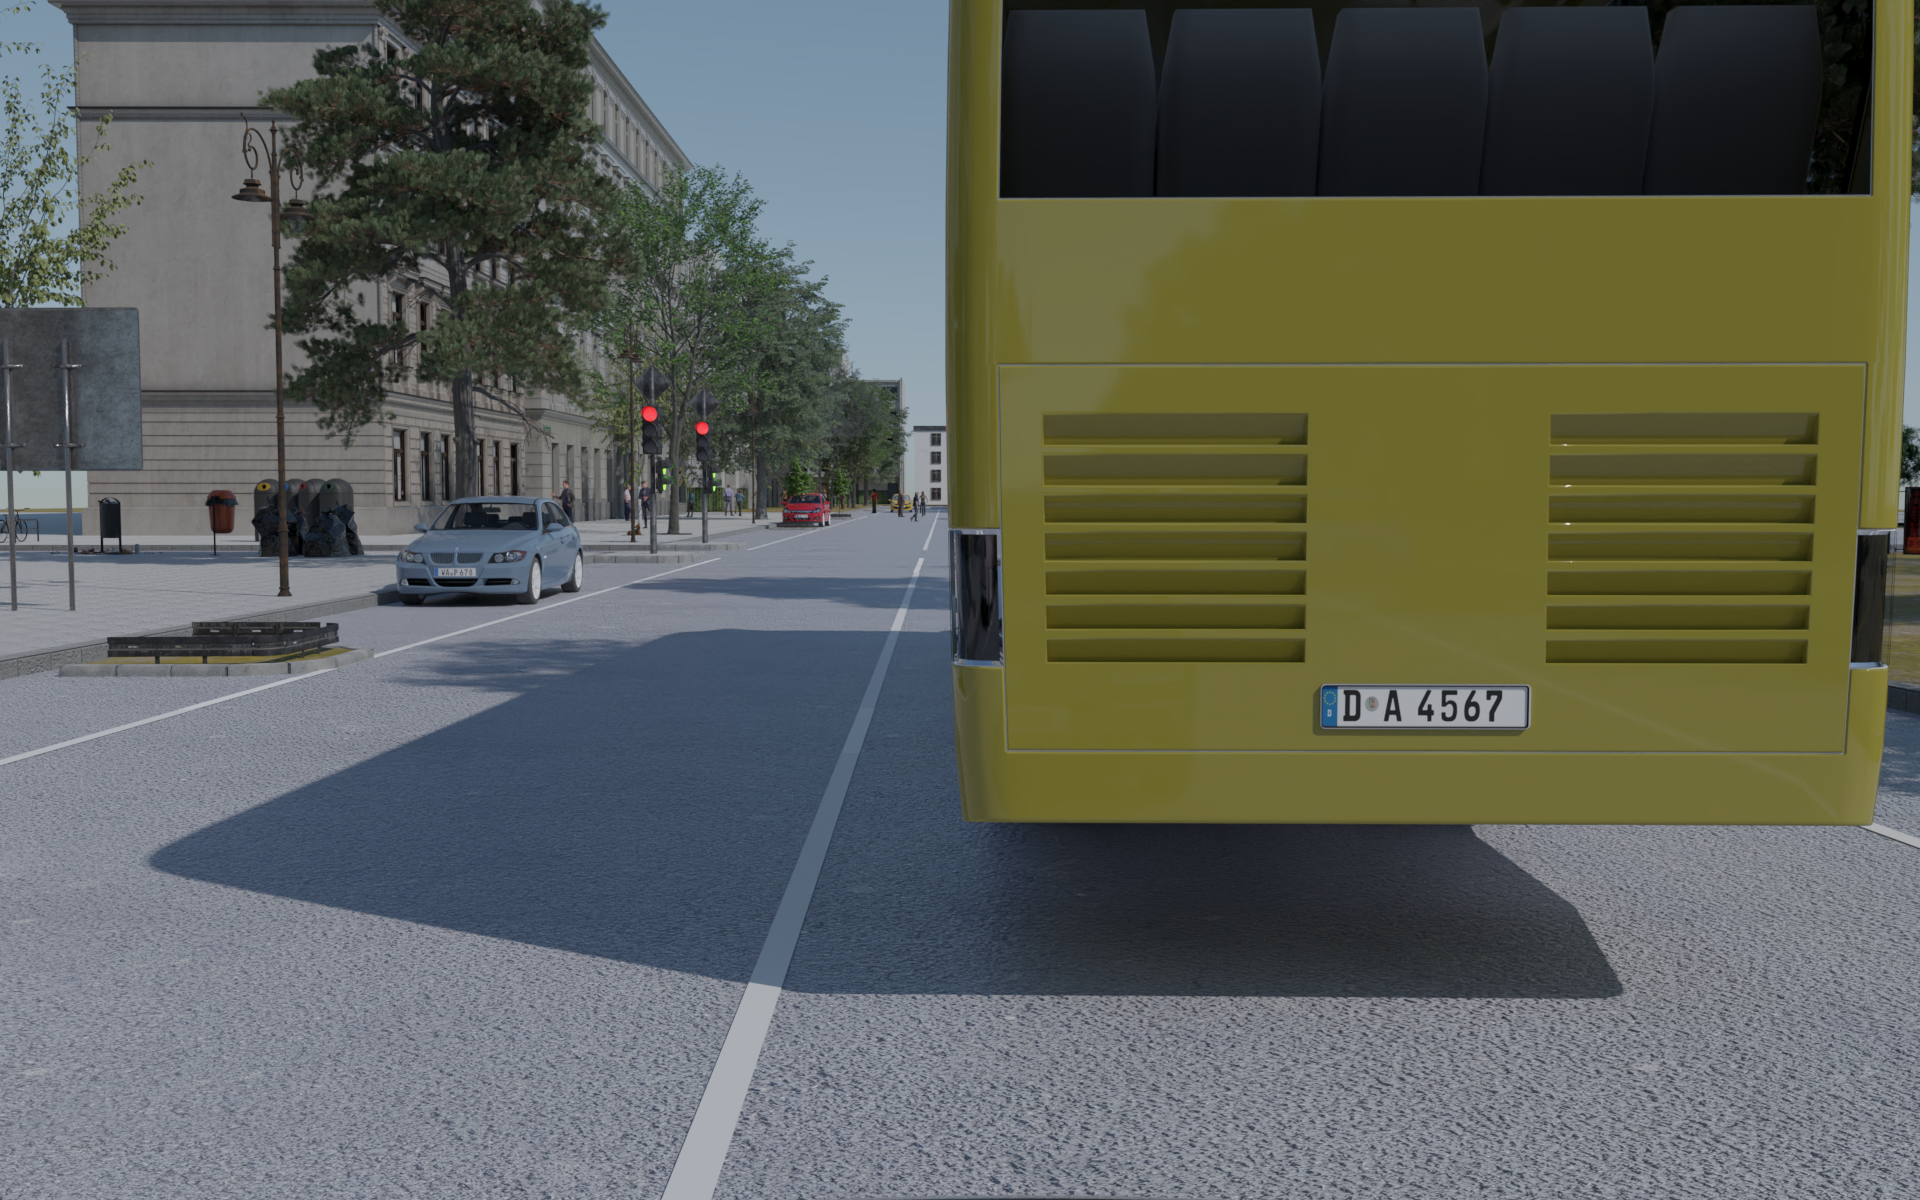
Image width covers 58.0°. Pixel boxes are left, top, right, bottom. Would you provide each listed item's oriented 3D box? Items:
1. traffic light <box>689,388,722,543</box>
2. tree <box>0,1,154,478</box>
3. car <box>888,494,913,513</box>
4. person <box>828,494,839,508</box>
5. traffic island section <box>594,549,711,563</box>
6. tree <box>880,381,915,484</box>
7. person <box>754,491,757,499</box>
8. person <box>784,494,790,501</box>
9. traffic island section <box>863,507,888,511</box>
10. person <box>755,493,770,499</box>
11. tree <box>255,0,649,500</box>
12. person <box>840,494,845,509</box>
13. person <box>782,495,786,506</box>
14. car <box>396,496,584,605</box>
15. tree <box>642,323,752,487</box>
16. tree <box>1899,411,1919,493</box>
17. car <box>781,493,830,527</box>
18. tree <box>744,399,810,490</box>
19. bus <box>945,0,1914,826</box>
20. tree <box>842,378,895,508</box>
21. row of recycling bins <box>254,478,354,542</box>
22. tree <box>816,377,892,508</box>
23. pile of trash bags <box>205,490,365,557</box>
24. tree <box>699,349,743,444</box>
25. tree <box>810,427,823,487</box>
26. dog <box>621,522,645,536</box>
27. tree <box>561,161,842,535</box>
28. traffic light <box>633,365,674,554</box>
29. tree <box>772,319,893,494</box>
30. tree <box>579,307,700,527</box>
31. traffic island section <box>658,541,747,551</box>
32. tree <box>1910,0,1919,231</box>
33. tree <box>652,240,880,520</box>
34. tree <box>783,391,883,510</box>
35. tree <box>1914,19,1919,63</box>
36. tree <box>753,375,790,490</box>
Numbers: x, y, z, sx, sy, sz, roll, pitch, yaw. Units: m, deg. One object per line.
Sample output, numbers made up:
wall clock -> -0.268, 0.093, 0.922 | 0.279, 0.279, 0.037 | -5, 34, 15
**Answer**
traffic light -> -6.639, -3.417, 45.106 | 0.839, 4.213, 0.868 | 0, 4, 0
tree -> -13.531, -4.471, 23.459 | 4.737, 8.622, 4.395 | 0, 3, 0
car -> -4.567, -7.621, 134.821 | 2.015, 1.641, 3.980 | 0, 4, -2
person -> -12.066, -9.704, 164.790 | 0.705, 1.814, 1.350 | 3, 5, 45
traffic island section -> -6.610, -0.916, 37.254 | 2.009, 0.180, 2.903 | 0, 4, 0
tree -> -10.073, -17.174, 187.443 | 9.857, 13.997, 8.962 | 0, 3, 0
person -> -15.345, -7.707, 132.183 | 0.705, 1.807, 1.348 | 3, 5, 44
person -> -12.535, -7.421, 127.893 | 0.721, 1.766, 1.217 | 3, 5, 43
traffic island section -> -7.227, -7.607, 147.245 | 1.991, 0.108, 1.994 | 0, 4, 0
person -> -16.593, -8.563, 146.029 | 1.348, 1.826, 0.705 | 1, 4, 13
tree -> -8.900, -6.654, 30.855 | 6.751, 12.117, 7.091 | 0, 3, 0
person -> -10.115, -8.679, 148.500 | 0.434, 1.755, 0.990 | -2, 4, -26
person -> -16.646, -9.705, 165.654 | 0.436, 1.711, 0.756 | -3, 5, -42
car -> -6.393, -0.732, 23.975 | 2.014, 1.417, 4.499 | 0, 4, -1
tree -> -11.961, -7.579, 74.285 | 4.360, 8.622, 3.978 | 0, 3, 0
tree -> 57.499, -8.692, 105.021 | 20.602, 7.101, 11.467 | 1, 4, 15
car -> -6.760, -4.118, 76.365 | 2.155, 1.783, 4.494 | 0, 4, 1
tree -> -12.051, -9.469, 105.182 | 4.737, 8.622, 4.395 | 0, 3, 0
bus -> 1.361, -1.165, 10.590 | 2.896, 3.916, 12.252 | 0, 4, 1
tree -> -9.672, -14.096, 156.217 | 9.928, 11.665, 9.643 | 0, 3, 0
row of recycling bins -> -17.408, -2.377, 45.969 | 3.534, 1.692, 1.069 | 2, 4, 32
tree -> -10.187, -15.102, 165.042 | 7.486, 12.596, 7.792 | 0, 3, 0
pile of trash bags -> -14.166, -1.613, 36.128 | 3.447, 1.369, 1.912 | 1, 4, 12
tree -> -12.907, -7.874, 79.110 | 4.737, 8.622, 4.395 | 0, 3, 0
tree -> -10.399, -9.767, 110.054 | 4.737, 8.622, 4.395 | 0, 3, 0
dog -> -10.136, -2.195, 53.628 | 0.748, 0.427, 0.550 | -1, 4, -10
tree -> -8.909, -7.856, 54.204 | 9.928, 11.665, 9.643 | 0, 3, 0
traffic light -> -6.570, -2.928, 37.121 | 0.839, 4.213, 0.868 | 0, 4, 0
tree -> -9.857, -12.824, 120.041 | 12.009, 13.543, 11.850 | 0, 3, 0
tree -> -12.758, -7.162, 67.457 | 4.737, 8.622, 4.395 | 0, 3, 0
traffic island section -> -6.679, -1.404, 45.239 | 2.009, 0.180, 2.903 | 0, 4, 0
tree -> 7.811, -6.902, 20.267 | 7.806, 13.903, 7.818 | 0, 3, 0
tree -> -10.071, -10.996, 86.433 | 9.857, 13.997, 8.962 | 0, 3, 0
tree -> -10.620, -12.699, 142.039 | 8.767, 10.594, 7.601 | 0, 4, -7
tree -> 8.114, -5.518, 8.352 | 7.486, 12.596, 7.792 | 0, 3, 0
tree -> -10.903, -8.830, 94.736 | 4.360, 8.622, 3.978 | 0, 3, 0
